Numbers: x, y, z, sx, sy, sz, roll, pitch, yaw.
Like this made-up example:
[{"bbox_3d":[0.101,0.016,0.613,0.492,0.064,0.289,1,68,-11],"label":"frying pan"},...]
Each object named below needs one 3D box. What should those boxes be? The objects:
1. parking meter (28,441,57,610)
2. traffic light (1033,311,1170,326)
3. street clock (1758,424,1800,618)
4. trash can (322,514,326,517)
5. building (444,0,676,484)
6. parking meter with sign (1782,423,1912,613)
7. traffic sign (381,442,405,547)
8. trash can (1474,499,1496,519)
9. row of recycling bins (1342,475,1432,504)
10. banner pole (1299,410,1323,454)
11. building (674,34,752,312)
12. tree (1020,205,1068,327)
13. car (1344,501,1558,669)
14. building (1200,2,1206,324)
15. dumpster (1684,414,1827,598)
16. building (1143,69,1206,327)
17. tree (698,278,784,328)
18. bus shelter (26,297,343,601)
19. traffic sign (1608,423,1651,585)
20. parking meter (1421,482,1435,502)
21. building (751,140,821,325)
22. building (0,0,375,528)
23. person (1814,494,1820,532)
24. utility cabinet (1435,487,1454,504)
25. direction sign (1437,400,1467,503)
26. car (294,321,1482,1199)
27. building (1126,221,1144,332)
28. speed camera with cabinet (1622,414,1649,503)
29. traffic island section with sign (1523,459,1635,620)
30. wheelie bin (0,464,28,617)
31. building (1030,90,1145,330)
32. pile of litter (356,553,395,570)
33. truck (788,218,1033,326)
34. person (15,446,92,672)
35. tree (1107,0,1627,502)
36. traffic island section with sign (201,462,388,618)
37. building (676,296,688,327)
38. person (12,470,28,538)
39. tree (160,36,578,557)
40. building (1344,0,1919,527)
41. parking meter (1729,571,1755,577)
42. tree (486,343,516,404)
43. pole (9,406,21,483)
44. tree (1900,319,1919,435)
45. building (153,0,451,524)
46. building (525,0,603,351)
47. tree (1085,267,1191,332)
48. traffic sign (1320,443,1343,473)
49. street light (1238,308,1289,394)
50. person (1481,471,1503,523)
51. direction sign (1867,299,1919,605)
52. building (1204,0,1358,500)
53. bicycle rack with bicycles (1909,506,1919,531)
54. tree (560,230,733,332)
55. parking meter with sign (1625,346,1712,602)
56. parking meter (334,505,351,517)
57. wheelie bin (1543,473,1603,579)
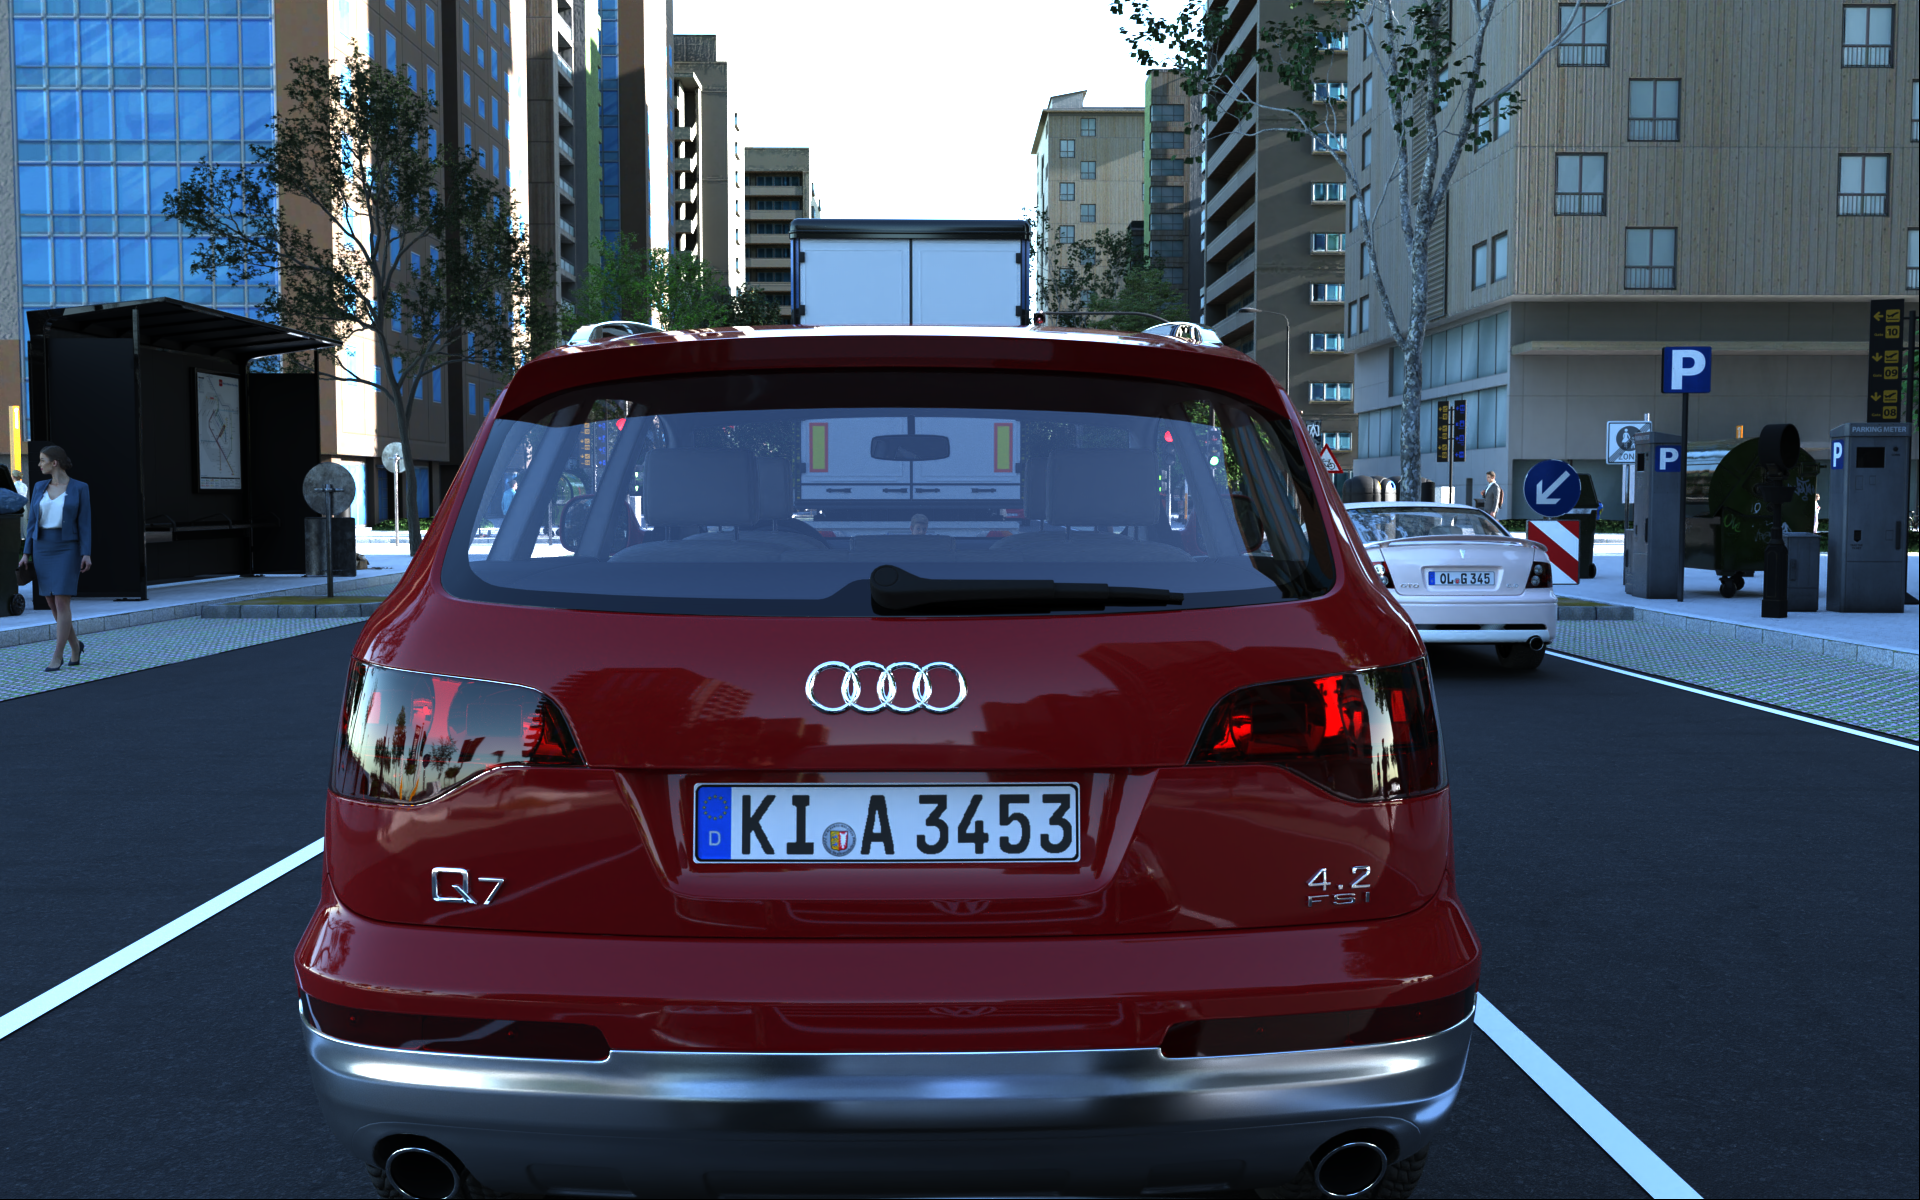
[{"bbox_3d":[-10.164,-0.832,19.311,0.255,1.863,0.399,0,4,-7],"label":"parking meter"},{"bbox_3d":[4.178,-4.191,43.191,4.771,5.953,1.251,0,4,-1],"label":"traffic light"},{"bbox_3d":[8.468,-0.818,17.950,0.471,2.002,0.358,-3,5,-40],"label":"street clock"},{"bbox_3d":[-18.953,-2.399,50.870,0.748,1.137,0.748,0,3,0],"label":"trash can"},{"bbox_3d":[-29.823,-29.529,132.902,14.600,45.320,14.200,0,4,-1],"label":"building"},{"bbox_3d":[9.857,-1.380,18.824,1.738,3.016,0.543,0,4,5],"label":"parking meter with sign"},{"bbox_3d":[-13.762,-2.579,42.273,0.768,2.556,0.104,0,4,8],"label":"traffic sign"},{"bbox_3d":[16.017,-2.515,52.771,0.748,1.137,0.748,0,3,0],"label":"trash can"},{"bbox_3d":[9.733,-1.978,39.449,1.069,1.692,3.534,3,5,40],"label":"row of recycling bins"},{"bbox_3d":[10.398,-3.780,51.818,0.863,3.779,0.401,2,4,24],"label":"banner pole"},{"bbox_3d":[-34.118,-34.069,180.729,21.600,48.544,21.300,0,4,-1],"label":"building"},{"bbox_3d":[6.793,-15.832,114.750,12.611,20.169,13.585,0,3,0],"label":"tree"},{"bbox_3d":[3.826,-0.196,15.573,2.083,1.381,4.827,0,4,0],"label":"car"},{"bbox_3d":[28.870,-50.978,146.164,22.319,86.520,31.000,0,4,-1],"label":"building"},{"bbox_3d":[9.864,-1.198,22.076,1.502,2.255,1.985,0,4,-1],"label":"dumpster"},{"bbox_3d":[24.861,-29.773,170.375,14.154,41.232,14.086,0,4,-1],"label":"building"},{"bbox_3d":[-11.641,-10.720,92.285,9.611,12.733,9.660,0,3,0],"label":"tree"},{"bbox_3d":[-10.344,-1.986,23.755,1.731,3.624,6.357,0,4,-1],"label":"bus shelter"},{"bbox_3d":[9.373,-1.358,24.334,0.606,2.300,0.079,0,4,6],"label":"traffic sign"},{"bbox_3d":[9.642,-1.681,35.896,0.372,1.533,0.369,0,3,0],"label":"parking meter"},{"bbox_3d":[-29.657,-37.108,230.414,21.600,48.544,21.300,0,4,-1],"label":"building"},{"bbox_3d":[-29.143,-25.521,67.384,14.600,45.320,14.200,0,4,-1],"label":"building"},{"bbox_3d":[25.329,-2.505,51.275,0.394,1.301,0.425,0,4,4],"label":"person"},{"bbox_3d":[15.058,-2.775,54.045,0.318,1.500,1.173,2,4,35],"label":"utility cabinet"},{"bbox_3d":[11.911,-3.060,42.024,0.379,3.537,0.876,-2,4,-32],"label":"direction sign"},{"bbox_3d":[-0.143,0.225,4.993,2.281,1.827,5.304,0,4,-1],"label":"car"},{"bbox_3d":[24.442,-25.264,184.770,14.160,30.474,14.107,0,4,-1],"label":"building"},{"bbox_3d":[17.145,-2.994,43.294,0.660,3.252,2.038,3,4,38],"label":"speed camera with cabinet"},{"bbox_3d":[6.616,-0.724,20.469,1.989,1.847,2.006,0,4,-1],"label":"traffic island section with sign"},{"bbox_3d":[-10.208,-0.621,18.056,0.980,1.594,0.693,0,4,-1],"label":"wheelie bin"},{"bbox_3d":[23.979,-39.477,234.680,27.495,52.752,28.713,0,4,-1],"label":"building"},{"bbox_3d":[-10.612,-0.950,29.495,1.719,0.858,1.176,0,4,6],"label":"pile of litter"},{"bbox_3d":[-0.704,-2.102,23.275,2.839,4.237,11.283,0,4,-2],"label":"truck"},{"bbox_3d":[-7.319,-0.344,14.143,0.581,1.822,0.654,1,4,13],"label":"person"},{"bbox_3d":[9.317,-10.870,33.620,12.611,20.169,13.585,0,3,0],"label":"tree"},{"bbox_3d":[-7.714,-0.743,20.770,1.989,1.847,2.006,0,4,-1],"label":"traffic island section with sign"},{"bbox_3d":[-37.030,-18.990,155.527,27.650,21.520,28.899,0,4,-1],"label":"building"},{"bbox_3d":[-19.950,-1.868,36.807,0.641,1.798,0.478,1,4,17],"label":"person"},{"bbox_3d":[-11.447,-6.186,35.550,7.601,10.594,8.767,2,4,34],"label":"tree"},{"bbox_3d":[33.227,-29.801,76.492,27.495,52.752,28.713,0,4,-1],"label":"building"},{"bbox_3d":[12.151,-1.295,26.887,0.399,1.863,0.255,0,4,4],"label":"parking meter"},{"bbox_3d":[-20.351,-8.067,82.251,4.737,8.622,4.395,0,3,0],"label":"tree"},{"bbox_3d":[-21.882,-2.833,40.156,0.158,3.312,0.155,0,3,0],"label":"pole"},{"bbox_3d":[14.179,-2.417,23.233,4.285,4.588,4.351,0,3,0],"label":"tree"},{"bbox_3d":[-30.980,-26.875,89.521,14.600,45.320,14.200,0,4,-1],"label":"building"},{"bbox_3d":[-31.409,-26.186,111.743,14.154,41.232,14.086,0,4,-1],"label":"building"},{"bbox_3d":[9.193,-10.309,86.671,7.486,12.596,7.792,0,3,0],"label":"tree"},{"bbox_3d":[9.399,-2.723,44.528,0.884,2.594,0.081,0,4,1],"label":"traffic sign"},{"bbox_3d":[7.639,-4.332,43.364,1.470,5.913,1.316,0,4,-1],"label":"street light"},{"bbox_3d":[12.900,-2.201,41.987,0.822,1.834,0.622,-1,4,-18],"label":"person"},{"bbox_3d":[11.029,-1.722,20.148,0.876,3.537,0.379,1,4,20],"label":"direction sign"},{"bbox_3d":[28.564,-30.070,115.348,21.300,48.544,21.600,0,4,-1],"label":"building"},{"bbox_3d":[30.045,-2.405,52.700,2.925,0.926,2.852,0,4,-1],"label":"bicycle rack with bicycles"},{"bbox_3d":[-11.967,-8.743,68.708,9.928,11.665,9.643,0,3,0],"label":"tree"},{"bbox_3d":[8.655,-1.537,21.384,0.543,3.016,1.738,0,4,5],"label":"parking meter with sign"},{"bbox_3d":[-13.897,-1.869,38.971,0.372,1.533,0.369,0,3,0],"label":"parking meter"},{"bbox_3d":[9.276,-1.135,26.465,0.980,1.594,0.693,0,4,-4],"label":"wheelie bin"}]
